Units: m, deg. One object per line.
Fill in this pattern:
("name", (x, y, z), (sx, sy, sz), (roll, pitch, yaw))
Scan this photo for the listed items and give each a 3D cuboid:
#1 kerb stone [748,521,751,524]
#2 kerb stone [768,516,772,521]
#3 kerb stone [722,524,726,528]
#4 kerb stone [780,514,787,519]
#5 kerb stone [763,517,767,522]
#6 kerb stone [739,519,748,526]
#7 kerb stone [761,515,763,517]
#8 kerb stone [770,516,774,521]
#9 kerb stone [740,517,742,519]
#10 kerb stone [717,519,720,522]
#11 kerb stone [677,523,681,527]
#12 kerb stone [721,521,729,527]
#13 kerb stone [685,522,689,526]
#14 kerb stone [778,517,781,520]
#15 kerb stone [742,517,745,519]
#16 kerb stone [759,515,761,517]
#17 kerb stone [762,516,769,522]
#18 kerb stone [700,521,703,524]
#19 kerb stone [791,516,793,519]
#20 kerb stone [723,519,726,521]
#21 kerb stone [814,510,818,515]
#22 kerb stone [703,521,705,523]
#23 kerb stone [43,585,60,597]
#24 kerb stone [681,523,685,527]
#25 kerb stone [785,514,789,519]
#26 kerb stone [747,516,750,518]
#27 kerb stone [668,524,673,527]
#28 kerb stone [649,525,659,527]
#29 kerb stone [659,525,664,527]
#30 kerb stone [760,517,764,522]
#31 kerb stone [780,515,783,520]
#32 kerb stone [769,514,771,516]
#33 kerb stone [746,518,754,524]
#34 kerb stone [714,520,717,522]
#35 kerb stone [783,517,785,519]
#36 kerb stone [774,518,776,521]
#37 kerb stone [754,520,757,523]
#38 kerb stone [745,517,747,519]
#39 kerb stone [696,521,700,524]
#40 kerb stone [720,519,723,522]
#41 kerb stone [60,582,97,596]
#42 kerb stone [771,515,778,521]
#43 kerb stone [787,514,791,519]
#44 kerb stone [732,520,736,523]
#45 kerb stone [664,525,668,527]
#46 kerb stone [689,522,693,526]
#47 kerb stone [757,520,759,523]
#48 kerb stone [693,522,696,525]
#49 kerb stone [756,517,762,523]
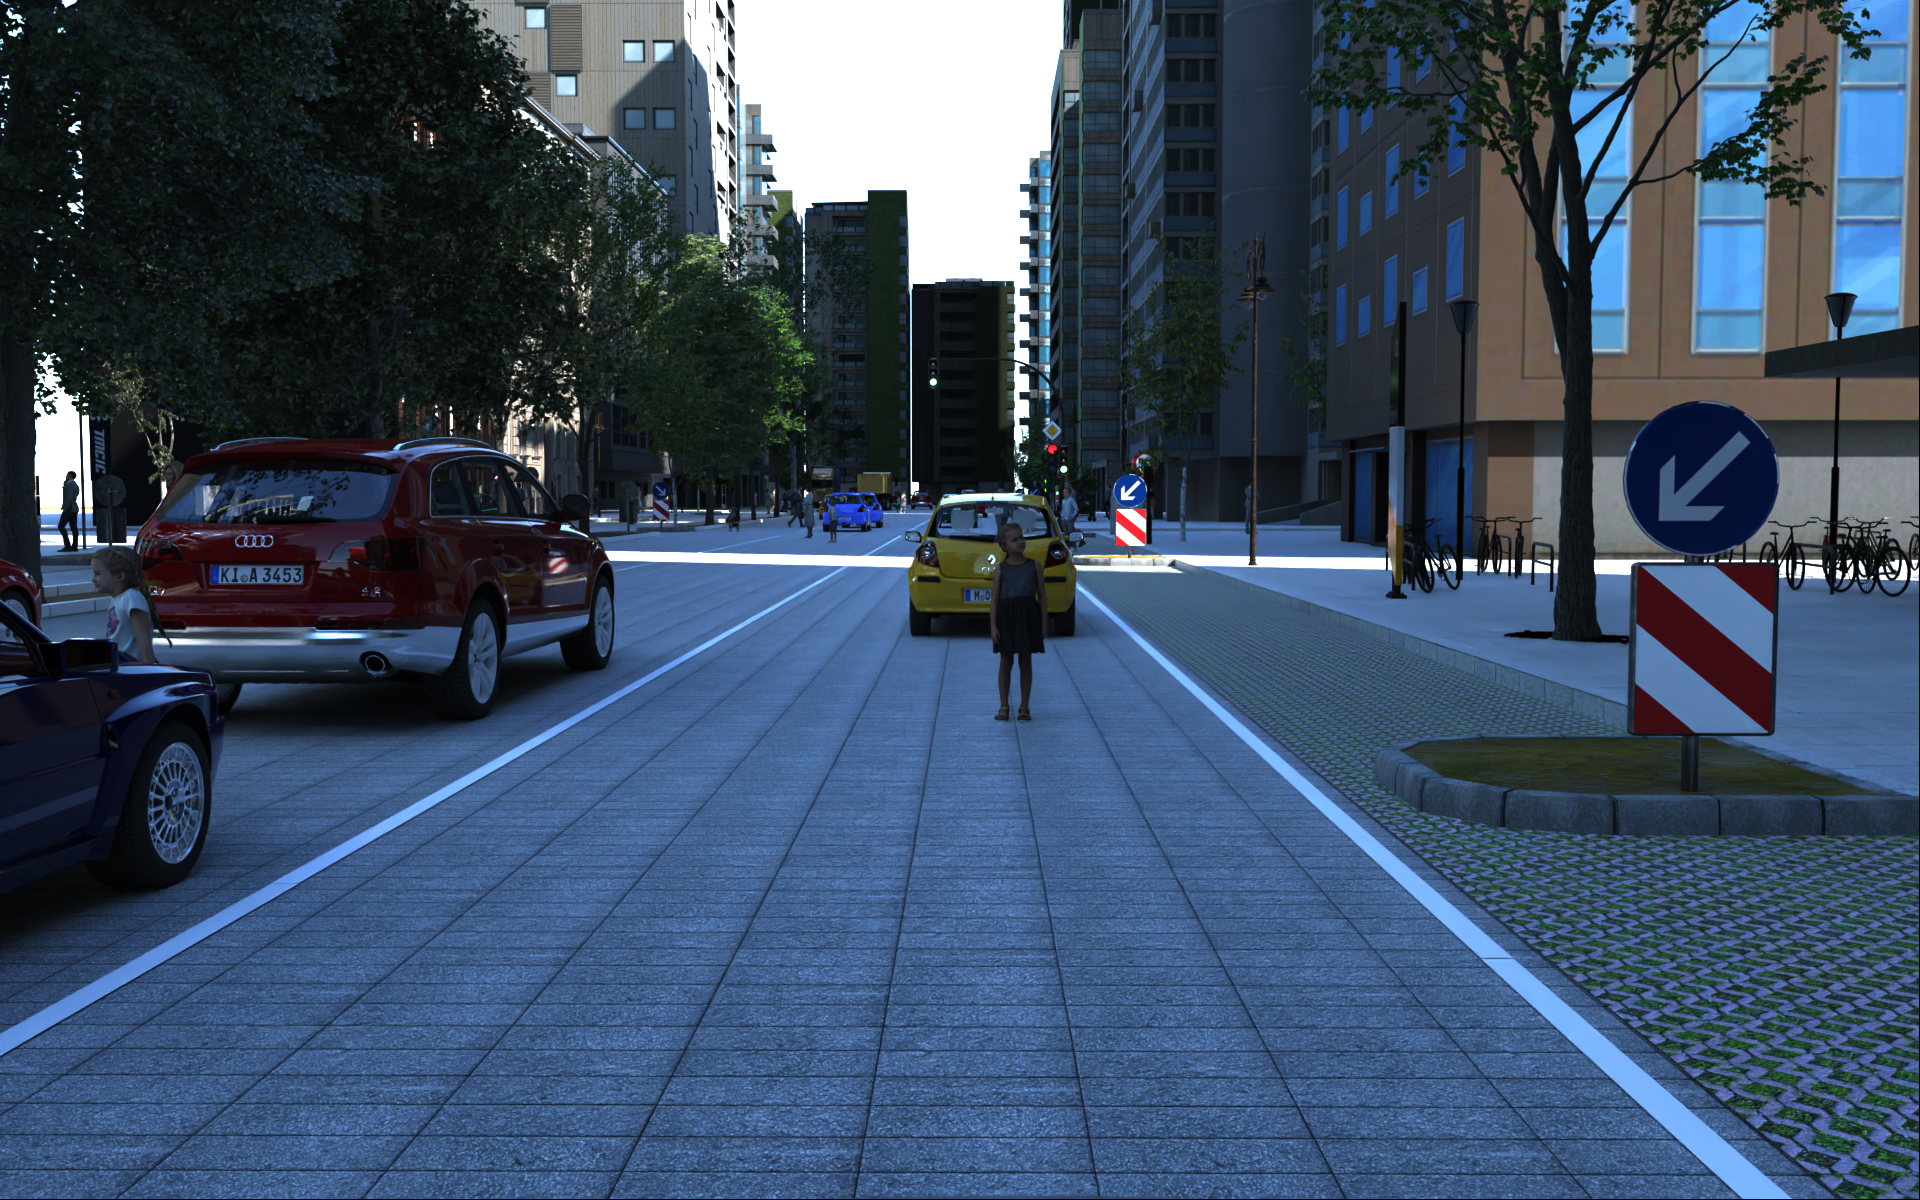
("kerb stone", (-10.096, -3.634, 81.618), (0.120, 0.150, 1.000), (0, 4, 0))
("kerb stone", (-10.016, -4.136, 89.815), (0.120, 0.150, 1.000), (0, 4, 0))
("kerb stone", (-10.166, -3.123, 73.410), (0.120, 0.150, 1.000), (0, 4, 0))
("kerb stone", (-9.968, -4.572, 96.999), (0.120, 0.150, 1.000), (0, 4, 0))
("kerb stone", (-10.043, -4.008, 87.760), (0.120, 0.150, 1.000), (0, 4, 0))
("kerb stone", (-10.100, -3.571, 80.584), (0.120, 0.150, 1.000), (0, 4, 0))
("kerb stone", (-12.009, -4.956, 103.231), (0.120, 0.150, 1.000), (0, 4, 0))
("kerb stone", (-10.015, -4.194, 90.838), (0.120, 0.150, 1.000), (0, 4, 0))
("kerb stone", (-12.089, -4.391, 93.996), (0.120, 0.150, 1.000), (0, 4, 0))
("kerb stone", (-12.161, -3.888, 85.768), (0.120, 0.150, 1.000), (0, 4, 0))
("kerb stone", (-12.244, -3.196, 74.487), (0.120, 0.150, 1.000), (0, 4, 0))
("kerb stone", (-10.148, -3.193, 74.432), (0.120, 0.150, 1.000), (0, 4, 0))
("kerb stone", (-12.232, -3.324, 76.536), (0.120, 0.150, 1.000), (0, 4, 0))
("kerb stone", (-9.988, -4.388, 93.932), (0.120, 0.150, 1.000), (0, 4, 0))
("kerb stone", (-12.074, -4.454, 95.026), (0.120, 0.150, 1.000), (0, 4, 0))
("kerb stone", (-12.020, -4.893, 102.196), (0.120, 0.150, 1.000), (0, 4, 0))
("kerb stone", (-10.024, -4.073, 88.782), (0.120, 0.150, 1.000), (0, 4, 0))
("kerb stone", (-12.198, -3.574, 80.631), (0.120, 0.150, 1.000), (0, 4, 0))
("kerb stone", (-9.931, -4.758, 100.076), (0.120, 0.150, 1.000), (0, 4, 0))
("kerb stone", (-12.140, -4.014, 87.823), (0.120, 0.150, 1.000), (0, 4, 0))
("kerb stone", (-11.710, -7.146, 139.108), (0.120, 0.150, 1.000), (0, 4, 0))
("kerb stone", (-12.195, -3.637, 81.662), (0.120, 0.150, 1.000), (0, 4, 0))
("kerb stone", (-12.680, -0.092, 23.695), (0.120, 0.150, 1.000), (0, 4, 0))
("kerb stone", (-12.245, -3.261, 75.512), (0.120, 0.150, 1.000), (0, 4, 0))
("kerb stone", (-9.947, -4.633, 98.022), (0.120, 0.150, 1.000), (0, 4, 0))
("kerb stone", (-12.062, -4.580, 97.070), (0.120, 0.150, 1.000), (0, 4, 0))
("kerb stone", (-12.270, -3.072, 72.418), (0.120, 0.150, 1.000), (0, 4, 0))
("kerb stone", (-12.291, -2.883, 69.339), (0.120, 0.150, 1.000), (0, 4, 0))
("kerb stone", (-12.291, -2.943, 70.361), (0.120, 0.150, 1.000), (0, 4, 0))
("kerb stone", (-10.048, -3.948, 86.738), (0.120, 0.150, 1.000), (0, 4, 0))
("kerb stone", (-9.977, -4.450, 94.954), (0.120, 0.150, 1.000), (0, 4, 0))
("kerb stone", (-11.978, -5.206, 107.326), (0.120, 0.150, 1.000), (0, 4, 0))
("kerb stone", (-10.080, -3.697, 82.643), (0.120, 0.150, 1.000), (0, 4, 0))
("kerb stone", (-12.168, -3.824, 84.746), (0.120, 0.150, 1.000), (0, 4, 0))
("kerb stone", (-9.963, -4.513, 95.976), (0.120, 0.150, 1.000), (0, 4, 0))
("kerb stone", (-10.010, -4.262, 91.872), (0.120, 0.150, 1.000), (0, 4, 0))
("kerb stone", (-10.072, -3.760, 83.666), (0.120, 0.150, 1.000), (0, 4, 0))
("kerb stone", (-12.069, -4.517, 96.048), (0.120, 0.150, 1.000), (0, 4, 0))
("kerb stone", (-12.218, -3.512, 79.609), (0.120, 0.150, 1.000), (0, 4, 0))
("kerb stone", (-12.150, -3.951, 86.791), (0.120, 0.150, 1.000), (0, 4, 0))
("kerb stone", (-12.669, -0.155, 24.732), (0.120, 0.150, 1.000), (0, 4, 0))
("kerb stone", (-9.999, -4.322, 92.903), (0.120, 0.150, 1.000), (0, 4, 0))
("kerb stone", (-9.944, -4.701, 99.054), (0.120, 0.150, 1.000), (0, 4, 0))
("kerb stone", (-10.133, -3.320, 76.477), (0.120, 0.150, 1.000), (0, 4, 0))
("kerb stone", (-12.279, -3.009, 71.387), (0.120, 0.150, 1.000), (0, 4, 0))
("kerb stone", (-12.229, -3.380, 77.560), (0.120, 0.150, 1.000), (0, 4, 0))
("kerb stone", (-10.077, -3.822, 84.688), (0.120, 0.150, 1.000), (0, 4, 0))
("kerb stone", (-12.215, -3.449, 78.586), (0.120, 0.150, 1.000), (0, 4, 0))
("kerb stone", (-10.058, -3.879, 85.711), (0.120, 0.150, 1.000), (0, 4, 0))
